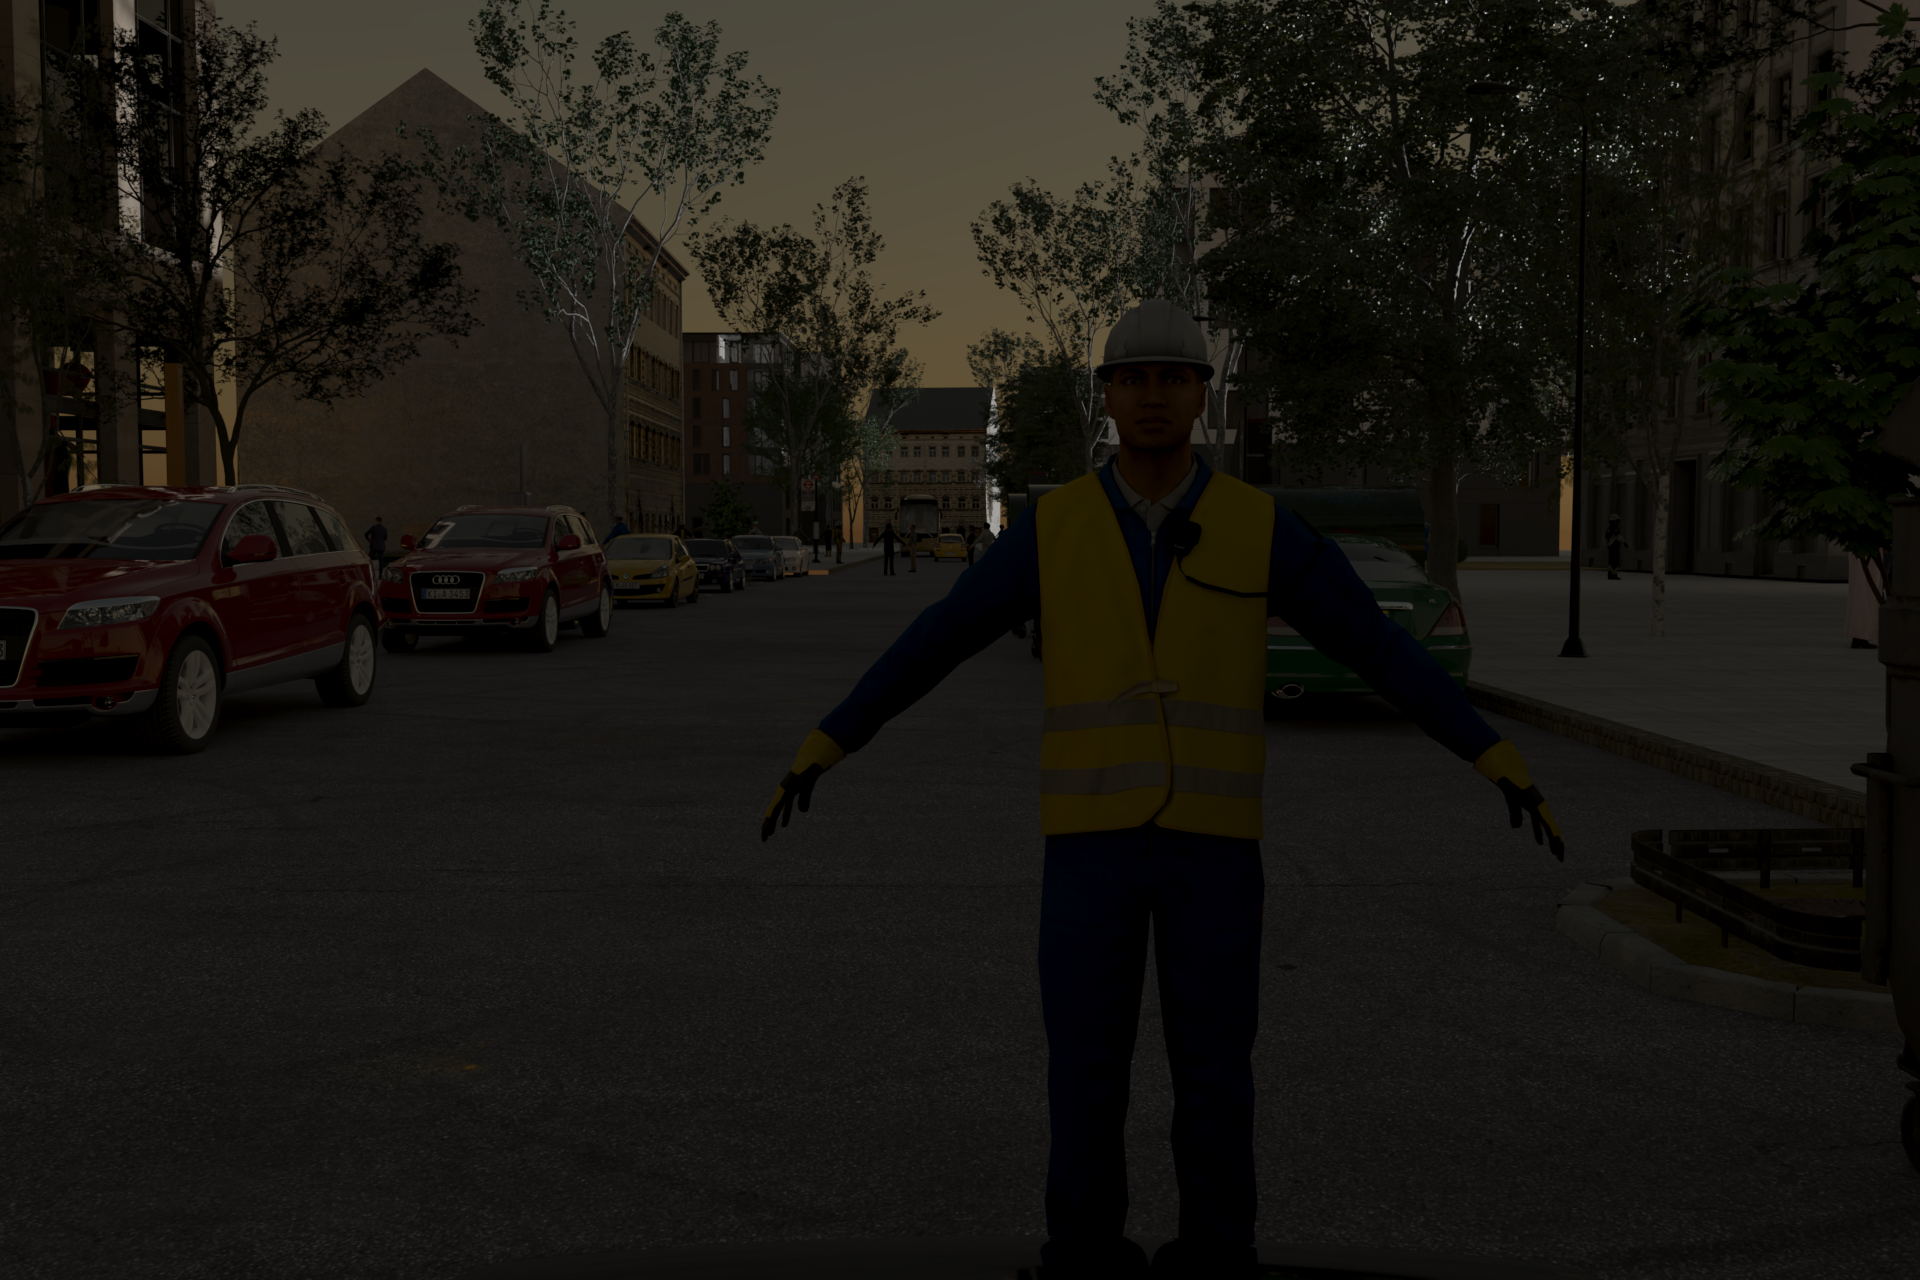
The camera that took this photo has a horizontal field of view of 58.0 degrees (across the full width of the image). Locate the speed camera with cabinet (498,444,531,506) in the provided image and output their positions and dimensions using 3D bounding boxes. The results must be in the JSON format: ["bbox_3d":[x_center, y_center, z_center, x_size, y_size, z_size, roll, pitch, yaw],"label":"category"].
[{"bbox_3d":[-9.780,-2.717,38.752,0.660,3.252,2.038,0,4,1],"label":"speed camera with cabinet"}]

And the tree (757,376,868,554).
[{"bbox_3d":[-9.657,-11.515,114.019,9.928,11.665,9.643,0,3,0],"label":"tree"}]

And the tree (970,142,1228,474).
[{"bbox_3d":[7.584,-13.882,82.852,12.611,20.169,13.585,0,3,0],"label":"tree"}]

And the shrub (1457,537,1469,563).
[{"bbox_3d":[22.297,-4.062,77.526,1.383,1.207,1.383,0,3,0],"label":"shrub"}]

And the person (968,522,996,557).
[{"bbox_3d":[0.836,-2.867,55.518,1.347,1.806,0.705,-3,5,-41],"label":"person"}]

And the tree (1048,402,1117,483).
[{"bbox_3d":[6.260,-8.942,96.556,4.360,8.622,3.978,0,3,0],"label":"tree"}]

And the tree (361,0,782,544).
[{"bbox_3d":[-13.343,-12.434,59.185,12.611,20.169,13.585,0,3,0],"label":"tree"}]

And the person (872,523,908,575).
[{"bbox_3d":[-2.449,-3.142,60.009,1.347,1.806,0.705,1,4,20],"label":"person"}]

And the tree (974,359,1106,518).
[{"bbox_3d":[5.986,-13.268,123.586,9.857,13.997,8.962,0,3,0],"label":"tree"}]

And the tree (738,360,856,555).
[{"bbox_3d":[-9.822,-10.939,104.613,9.928,11.665,9.643,0,3,0],"label":"tree"}]

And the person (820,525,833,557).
[{"bbox_3d":[-7.509,-5.647,98.473,1.346,1.812,0.704,-3,5,-43],"label":"person"}]

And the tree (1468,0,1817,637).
[{"bbox_3d":[8.729,-4.332,21.188,4.360,8.622,3.978,0,3,0],"label":"tree"}]

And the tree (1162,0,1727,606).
[{"bbox_3d":[8.568,-7.590,30.748,9.857,13.997,8.962,0,3,0],"label":"tree"}]

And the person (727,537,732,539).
[{"bbox_3d":[-12.482,-5.370,94.016,0.704,1.802,1.346,-1,4,-9],"label":"person"}]

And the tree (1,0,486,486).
[{"bbox_3d":[-12.496,-5.837,29.853,8.767,10.594,7.601,-1,4,-16],"label":"tree"}]

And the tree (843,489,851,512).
[{"bbox_3d":[-21.313,-21.309,258.778,12.009,13.543,11.850,0,3,0],"label":"tree"}]

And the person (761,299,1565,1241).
[{"bbox_3d":[0.333,0.331,3.011,1.349,1.833,0.705,0,4,8],"label":"person"}]

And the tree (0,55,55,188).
[{"bbox_3d":[-12.247,-4.903,14.575,7.601,10.594,8.767,3,5,39],"label":"tree"}]

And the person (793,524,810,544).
[{"bbox_3d":[-8.206,-5.049,88.822,1.348,1.796,0.705,3,5,41],"label":"person"}]

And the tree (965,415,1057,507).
[{"bbox_3d":[5.626,-15.490,163.637,12.009,13.543,11.850,0,3,0],"label":"tree"}]

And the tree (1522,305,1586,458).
[{"bbox_3d":[25.656,-8.697,67.953,9.928,11.665,9.643,0,3,0],"label":"tree"}]

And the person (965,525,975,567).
[{"bbox_3d":[0.301,-3.043,58.924,0.721,1.740,1.216,0,4,6],"label":"person"}]

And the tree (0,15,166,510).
[{"bbox_3d":[-12.427,-4.456,23.217,4.360,8.622,3.978,0,3,0],"label":"tree"}]

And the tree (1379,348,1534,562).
[{"bbox_3d":[22.234,-8.793,78.184,7.601,10.594,8.767,1,4,21],"label":"tree"}]

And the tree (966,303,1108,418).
[{"bbox_3d":[7.150,-17.447,141.154,12.611,20.169,13.585,0,3,0],"label":"tree"}]

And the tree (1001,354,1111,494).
[{"bbox_3d":[6.202,-11.719,109.730,7.486,12.596,7.792,0,3,0],"label":"tree"}]

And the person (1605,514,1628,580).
[{"bbox_3d":[18.391,-2.616,48.639,0.704,1.845,1.351,0,4,-1],"label":"person"}]

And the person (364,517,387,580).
[{"bbox_3d":[-16.394,-2.567,48.456,0.568,1.767,0.683,3,5,44],"label":"person"}]

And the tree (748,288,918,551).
[{"bbox_3d":[-9.473,-16.760,129.913,12.611,20.169,13.585,0,3,0],"label":"tree"}]

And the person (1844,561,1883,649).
[{"bbox_3d":[10.200,-0.778,19.428,0.621,1.740,0.551,-2,4,-33],"label":"person"}]

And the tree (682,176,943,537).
[{"bbox_3d":[-7.787,-14.409,91.476,12.611,20.169,13.585,0,3,0],"label":"tree"}]

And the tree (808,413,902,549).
[{"bbox_3d":[-8.973,-13.408,144.982,9.928,11.665,9.643,0,3,0],"label":"tree"}]

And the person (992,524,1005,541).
[{"bbox_3d":[2.322,-5.626,98.135,0.704,1.843,1.345,3,5,39],"label":"person"}]

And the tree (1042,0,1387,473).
[{"bbox_3d":[9.050,-12.513,60.479,12.611,20.169,13.585,0,3,0],"label":"tree"}]

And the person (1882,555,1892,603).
[{"bbox_3d":[17.209,-1.583,31.799,0.709,1.838,0.599,-3,5,-43],"label":"person"}]

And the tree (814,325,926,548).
[{"bbox_3d":[-10.221,-18.523,158.746,12.611,20.169,13.585,0,3,0],"label":"tree"}]

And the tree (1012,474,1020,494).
[{"bbox_3d":[5.436,-12.558,155.681,4.360,8.622,3.978,0,3,0],"label":"tree"}]

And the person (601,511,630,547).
[{"bbox_3d":[-8.438,-2.256,42.764,0.705,1.842,1.347,1,4,22],"label":"person"}]

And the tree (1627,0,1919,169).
[{"bbox_3d":[8.846,-4.714,11.489,8.767,10.594,7.601,2,4,25],"label":"tree"}]

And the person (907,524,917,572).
[{"bbox_3d":[-1.792,-3.432,64.834,0.705,1.796,1.348,-1,4,-11],"label":"person"}]
